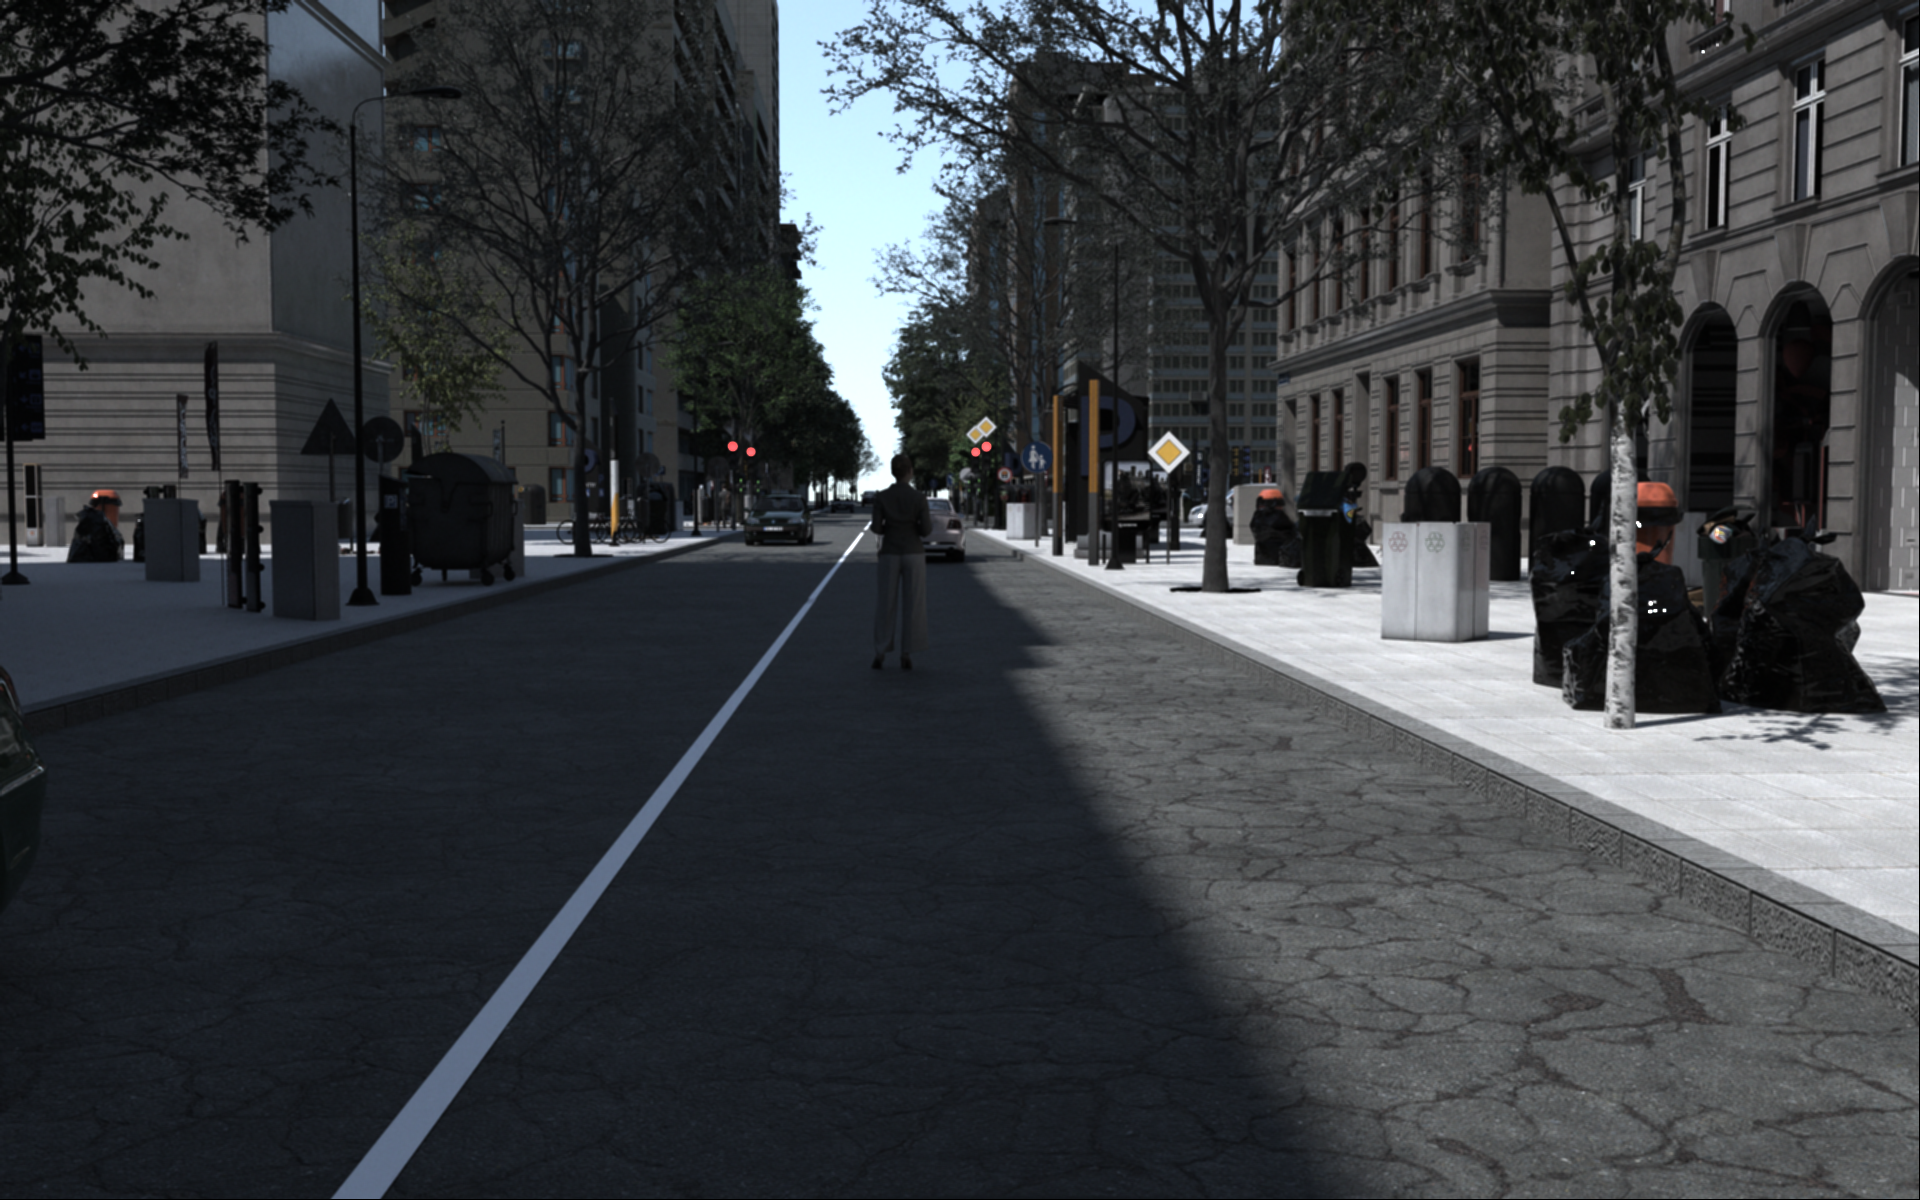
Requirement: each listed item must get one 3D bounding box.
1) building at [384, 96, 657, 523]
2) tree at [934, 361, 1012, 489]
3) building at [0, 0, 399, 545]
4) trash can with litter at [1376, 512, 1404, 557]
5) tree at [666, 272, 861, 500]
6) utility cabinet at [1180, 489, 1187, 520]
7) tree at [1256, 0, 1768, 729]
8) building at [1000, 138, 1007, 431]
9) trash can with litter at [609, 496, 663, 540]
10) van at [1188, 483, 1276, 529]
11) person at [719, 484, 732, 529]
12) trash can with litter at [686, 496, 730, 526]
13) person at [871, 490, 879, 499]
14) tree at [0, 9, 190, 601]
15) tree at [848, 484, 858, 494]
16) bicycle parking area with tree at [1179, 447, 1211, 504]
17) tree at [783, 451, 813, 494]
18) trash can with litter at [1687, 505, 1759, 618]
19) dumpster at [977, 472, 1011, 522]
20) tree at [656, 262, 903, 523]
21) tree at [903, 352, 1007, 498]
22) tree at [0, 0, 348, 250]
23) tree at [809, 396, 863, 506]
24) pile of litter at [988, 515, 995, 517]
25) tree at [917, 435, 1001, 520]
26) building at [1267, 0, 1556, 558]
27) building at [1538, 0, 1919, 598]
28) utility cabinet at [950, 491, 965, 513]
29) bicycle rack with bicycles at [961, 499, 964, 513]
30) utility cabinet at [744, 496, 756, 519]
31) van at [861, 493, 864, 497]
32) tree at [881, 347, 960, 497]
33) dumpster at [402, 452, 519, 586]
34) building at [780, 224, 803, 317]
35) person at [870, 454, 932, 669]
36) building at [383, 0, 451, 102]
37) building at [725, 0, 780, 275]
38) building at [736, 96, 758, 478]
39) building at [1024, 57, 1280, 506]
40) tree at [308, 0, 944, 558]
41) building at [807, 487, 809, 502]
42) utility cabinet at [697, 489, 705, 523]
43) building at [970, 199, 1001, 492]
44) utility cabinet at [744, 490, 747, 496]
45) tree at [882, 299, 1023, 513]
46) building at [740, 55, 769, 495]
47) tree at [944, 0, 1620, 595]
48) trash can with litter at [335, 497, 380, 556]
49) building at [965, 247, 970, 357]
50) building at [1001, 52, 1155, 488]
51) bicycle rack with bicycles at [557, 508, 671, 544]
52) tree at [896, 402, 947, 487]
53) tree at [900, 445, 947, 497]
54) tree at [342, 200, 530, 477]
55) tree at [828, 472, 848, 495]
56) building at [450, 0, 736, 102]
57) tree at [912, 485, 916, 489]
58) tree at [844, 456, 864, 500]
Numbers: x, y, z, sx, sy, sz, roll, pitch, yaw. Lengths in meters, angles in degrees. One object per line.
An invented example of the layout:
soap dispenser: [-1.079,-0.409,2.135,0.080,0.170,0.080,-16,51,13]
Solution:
building: [-31.813,-15.023,90.669,27.650,21.520,28.899,0,4,-2]
tree: [0.915,-8.912,96.076,4.737,8.622,4.395,0,3,0]
building: [-27.284,-12.949,47.881,21.152,22.565,11.583,0,4,-2]
trash can with litter: [9.022,-1.460,35.255,1.055,1.170,0.624,2,4,25]
tree: [-10.513,-10.550,89.501,9.611,12.733,9.660,0,3,0]
utility cabinet: [10.971,-4.564,83.296,0.318,1.500,1.173,2,4,32]
tree: [3.386,-3.602,9.249,4.360,8.622,3.978,0,3,0]
building: [16.048,-33.281,198.770,22.147,44.769,28.867,0,4,-2]
trash can with litter: [-9.221,-2.322,49.017,1.678,1.210,2.233,1,4,17]
van: [10.829,-3.636,66.456,4.112,2.044,2.013,0,4,-1]
person: [-8.934,-3.522,66.052,0.622,1.834,0.822,-1,4,-17]
trash can with litter: [-10.439,-3.788,72.985,2.233,1.210,1.678,0,4,-1]
person: [-8.493,-10.373,177.726,1.348,1.869,0.705,-3,4,-36]
tree: [-11.636,-4.310,20.836,4.737,8.622,4.395,0,3,0]
tree: [-18.143,-18.280,293.479,1.663,3.219,1.824,0,3,0]
bicycle parking area with tree: [12.578,-7.324,106.749,8.231,4.147,9.016,2,4,25]
tree: [-14.250,-9.791,143.788,4.285,4.588,4.351,0,3,0]
trash can with litter: [7.776,-0.404,17.999,0.624,1.170,1.055,-1,4,-15]
dumpster: [1.503,-4.584,77.446,1.502,2.255,1.985,0,4,-2]
tree: [-9.566,-9.190,76.015,9.928,11.665,9.643,0,3,0]
tree: [-0.158,-12.173,124.782,9.928,11.665,9.643,0,3,0]
tree: [-7.914,-4.747,12.023,7.601,10.594,8.767,0,4,-3]
tree: [-14.091,-16.510,188.062,7.486,12.596,7.792,0,3,0]
pile of litter: [1.813,-5.172,98.522,1.176,0.858,1.719,-2,4,-24]
tree: [0.864,-6.313,86.938,4.285,4.588,4.351,0,3,0]
building: [15.302,-12.713,44.011,11.583,22.565,21.152,0,4,-2]
building: [17.515,-10.973,21.211,13.314,21.916,24.055,0,4,-2]
utility cabinet: [-0.088,-6.622,116.956,1.173,1.500,0.318,1,4,15]
bicycle rack with bicycles: [0.457,-6.224,115.149,2.925,0.926,2.852,0,4,7]
utility cabinet: [-8.901,-3.796,73.220,0.306,1.237,1.020,1,4,12]
van: [-11.564,-13.015,219.812,2.013,2.044,4.112,0,4,-2]
tree: [-2.833,-21.516,207.672,12.611,20.169,13.585,0,3,0]
dumpster: [-7.128,-1.163,24.779,1.264,1.857,1.865,0,4,-2]
building: [-36.085,-37.725,271.429,22.147,44.769,28.867,0,4,-2]
person: [-0.473,-0.316,14.222,0.519,1.759,0.362,0,4,6]
building: [-30.662,-30.890,128.745,21.300,48.544,21.600,0,4,-2]
building: [-33.847,-49.393,245.832,20.563,71.187,20.611,0,4,-2]
building: [-27.658,-29.920,172.794,14.154,41.232,14.086,0,4,-2]
building: [22.354,-28.544,158.570,32.217,40.220,23.993,0,4,-2]
tree: [-7.820,-7.613,34.851,12.009,13.543,11.850,0,3,0]
building: [-33.111,-31.937,293.876,14.160,30.474,14.107,0,4,-2]
utility cabinet: [-11.420,-4.102,75.752,0.318,1.500,1.173,0,4,1]
building: [9.298,-36.985,254.822,14.600,45.320,14.200,0,4,-2]
utility cabinet: [-12.349,-5.742,102.562,1.173,1.500,0.318,0,4,-6]
tree: [-0.166,-12.515,111.272,9.857,13.997,8.962,0,3,0]
building: [-32.350,-34.649,190.211,21.300,48.544,21.600,0,4,-2]
tree: [3.384,-6.838,22.166,12.009,13.543,11.850,0,3,0]
trash can with litter: [-12.863,-1.594,37.126,1.678,1.210,2.233,2,4,29]
building: [12.114,-38.900,290.643,22.147,44.769,28.867,0,4,-2]
building: [12.177,-32.231,177.092,14.600,45.320,14.200,0,4,-2]
bicycle rack with bicycles: [-9.047,-1.955,45.352,2.925,0.926,2.852,-1,4,-12]
tree: [-2.819,-15.633,173.725,7.486,12.596,7.792,0,3,0]
tree: [-3.903,-19.170,230.429,9.611,12.733,9.660,0,3,0]
tree: [-12.843,-5.646,42.667,4.737,8.622,4.395,0,3,0]
tree: [-15.050,-16.252,216.088,4.737,8.622,4.395,0,3,0]
building: [-31.466,-32.461,154.437,21.300,48.544,21.600,0,4,-2]
tree: [-2.521,-12.299,184.794,4.285,4.588,4.351,0,3,0]
tree: [-18.001,-20.568,286.656,4.360,8.622,3.978,0,3,0]
